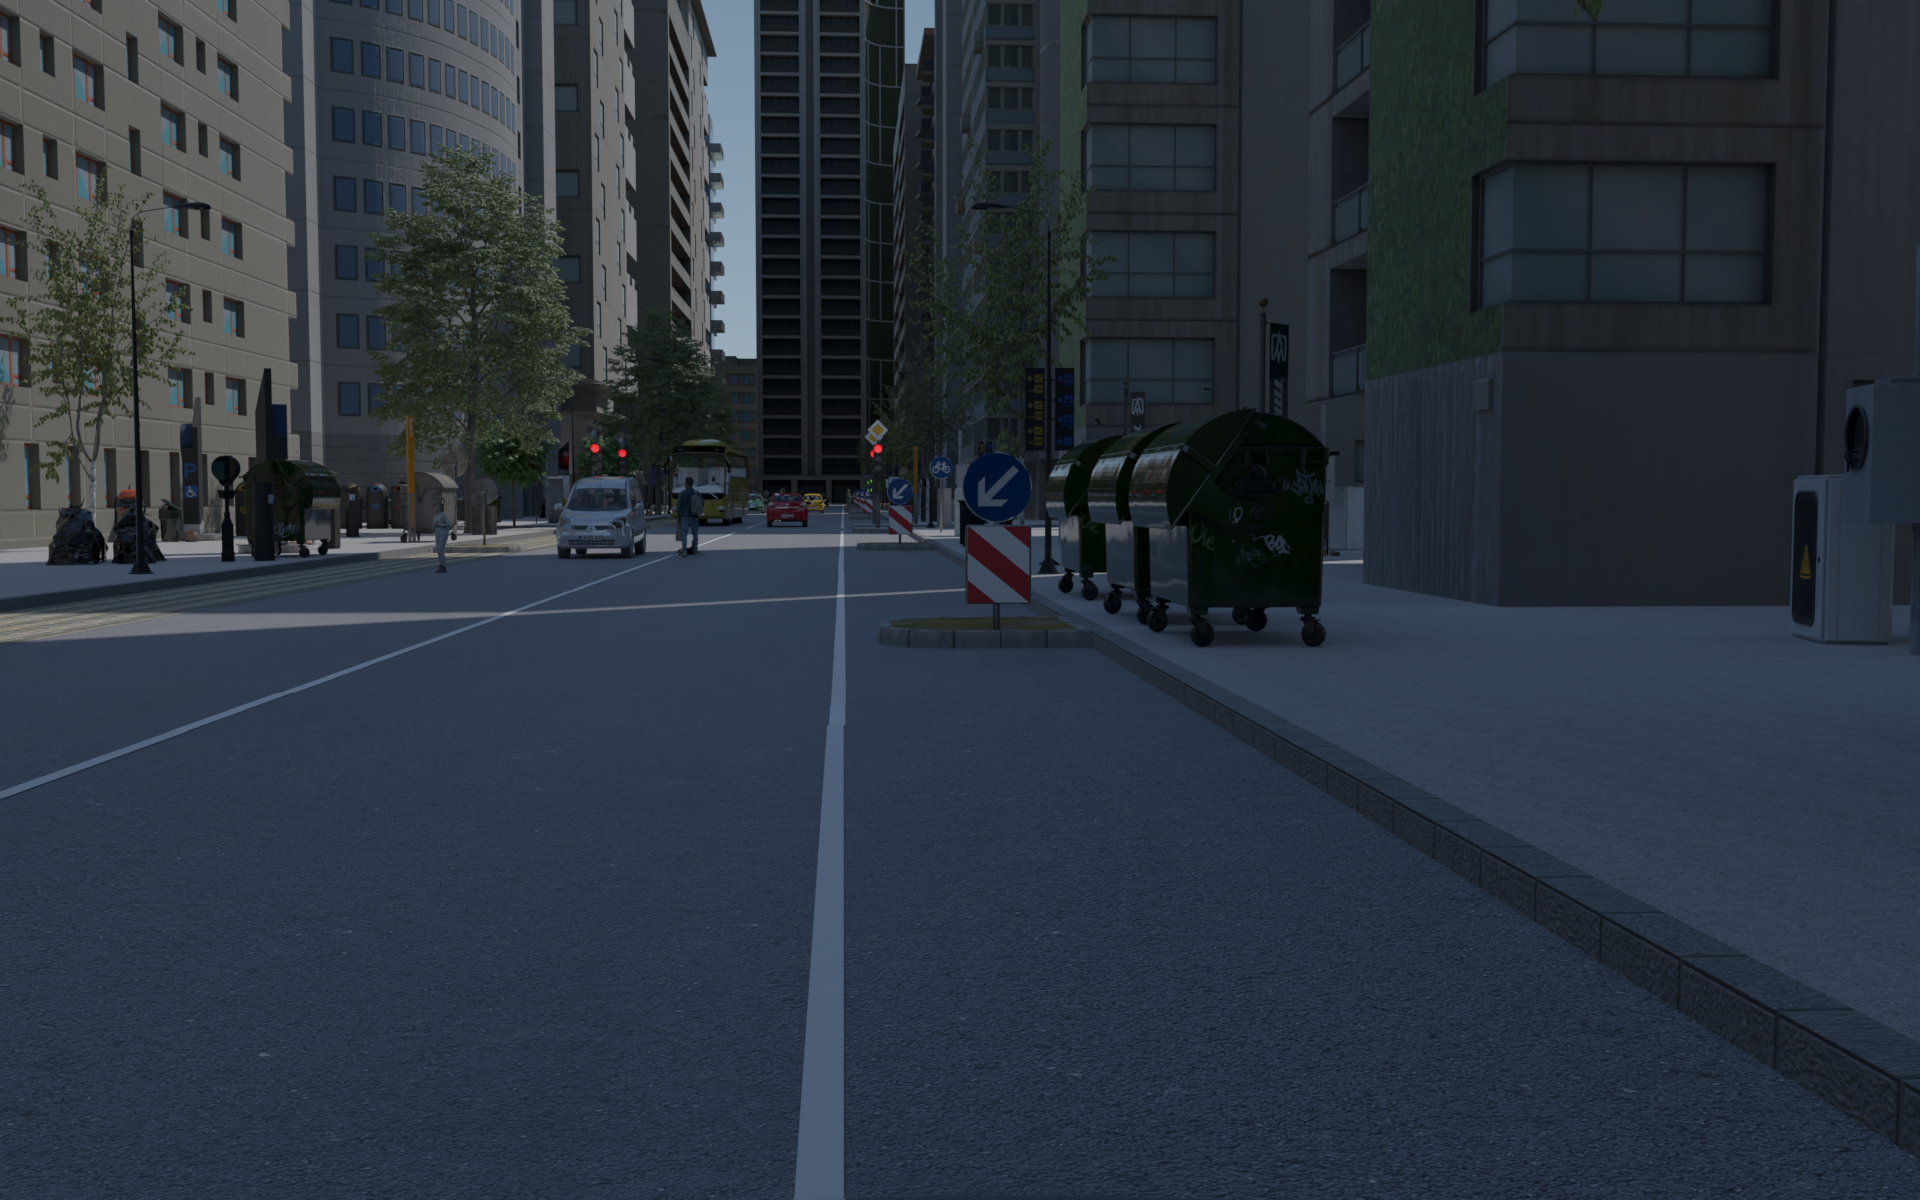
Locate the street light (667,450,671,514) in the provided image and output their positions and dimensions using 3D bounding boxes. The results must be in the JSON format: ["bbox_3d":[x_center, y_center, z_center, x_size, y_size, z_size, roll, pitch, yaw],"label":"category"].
[{"bbox_3d":[-18.115,-8.462,110.894,1.470,5.913,1.316,0,4,-4],"label":"street light"}]

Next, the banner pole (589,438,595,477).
[{"bbox_3d":[-16.437,-5.350,77.484,0.401,3.779,0.863,-2,4,-25],"label":"banner pole"}]

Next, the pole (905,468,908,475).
[{"bbox_3d":[-4.193,-8.731,136.590,0.158,3.312,0.155,0,3,0],"label":"pole"}]

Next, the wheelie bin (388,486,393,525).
[{"bbox_3d":[-23.238,-3.895,71.598,0.980,1.594,0.693,1,4,10],"label":"wheelie bin"}]

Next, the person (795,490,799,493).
[{"bbox_3d":[-13.019,-7.844,137.346,0.643,1.750,0.593,1,4,20],"label":"person"}]

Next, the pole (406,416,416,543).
[{"bbox_3d":[-14.424,-3.159,45.490,0.158,3.312,0.155,0,3,0],"label":"pole"}]

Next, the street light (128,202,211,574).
[{"bbox_3d":[-12.610,-3.371,27.658,1.470,5.913,1.316,0,4,-4],"label":"street light"}]

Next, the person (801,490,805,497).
[{"bbox_3d":[-15.469,-9.862,169.762,1.348,1.822,0.705,1,4,23],"label":"person"}]

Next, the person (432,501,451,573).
[{"bbox_3d":[-9.492,-1.153,31.624,0.425,1.301,0.394,1,4,17],"label":"person"}]

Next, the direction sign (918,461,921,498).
[{"bbox_3d":[-2.878,-7.766,118.969,0.379,3.537,0.876,-2,4,-31],"label":"direction sign"}]

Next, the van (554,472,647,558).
[{"bbox_3d":[-8.250,-2.018,40.005,2.013,2.044,4.112,0,4,-4],"label":"van"}]

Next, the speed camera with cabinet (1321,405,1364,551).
[{"bbox_3d":[8.512,-2.751,39.317,2.038,3.252,0.660,-3,5,-40],"label":"speed camera with cabinet"}]

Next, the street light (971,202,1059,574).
[{"bbox_3d":[0.880,-3.375,27.717,1.470,5.913,1.316,0,4,-4],"label":"street light"}]

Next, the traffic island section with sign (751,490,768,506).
[{"bbox_3d":[-20.641,-10.133,174.303,1.989,1.847,2.006,0,4,-4],"label":"traffic island section with sign"}]

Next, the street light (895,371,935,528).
[{"bbox_3d":[-1.650,-5.683,65.453,1.470,5.913,1.316,0,4,-4],"label":"street light"}]

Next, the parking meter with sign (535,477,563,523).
[{"bbox_3d":[-17.797,-4.885,76.136,1.738,3.016,0.543,-1,4,-20],"label":"parking meter with sign"}]

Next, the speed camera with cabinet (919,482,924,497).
[{"bbox_3d":[-3.092,-7.743,120.926,0.660,3.252,2.038,1,4,17],"label":"speed camera with cabinet"}]

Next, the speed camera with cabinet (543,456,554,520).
[{"bbox_3d":[-20.027,-5.598,85.863,0.660,3.252,2.038,-2,4,-35],"label":"speed camera with cabinet"}]

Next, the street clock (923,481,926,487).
[{"bbox_3d":[-1.755,-5.505,94.579,0.471,2.002,0.358,0,4,-5],"label":"street clock"}]

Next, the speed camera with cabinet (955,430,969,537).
[{"bbox_3d":[0.166,-3.591,53.055,0.660,3.252,2.038,0,4,2],"label":"speed camera with cabinet"}]

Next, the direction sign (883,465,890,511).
[{"bbox_3d":[-5.691,-8.725,134.646,0.379,3.537,0.876,-3,5,-39],"label":"direction sign"}]

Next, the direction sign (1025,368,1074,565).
[{"bbox_3d":[1.613,-2.395,31.151,0.876,3.537,0.379,0,4,-1],"label":"direction sign"}]

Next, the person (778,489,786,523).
[{"bbox_3d":[-8.587,-4.582,84.422,0.512,1.701,0.522,-3,5,-41],"label":"person"}]

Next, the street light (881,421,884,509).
[{"bbox_3d":[-4.609,-8.410,110.038,1.470,5.913,1.316,0,4,-4],"label":"street light"}]

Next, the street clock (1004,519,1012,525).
[{"bbox_3d":[1.081,-2.089,38.720,0.358,2.002,0.471,0,4,3],"label":"street clock"}]

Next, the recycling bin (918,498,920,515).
[{"bbox_3d":[-2.891,-5.810,107.550,0.722,1.027,0.722,-3,4,-38],"label":"recycling bin"}]

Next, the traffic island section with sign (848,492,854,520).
[{"bbox_3d":[-5.255,-5.466,97.996,1.989,1.847,2.006,0,4,-4],"label":"traffic island section with sign"}]

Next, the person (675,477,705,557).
[{"bbox_3d":[-6.192,-1.889,39.365,0.794,1.824,0.713,0,4,6],"label":"person"}]

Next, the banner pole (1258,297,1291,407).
[{"bbox_3d":[4.010,-1.975,22.303,0.401,3.779,0.863,3,5,42],"label":"banner pole"}]

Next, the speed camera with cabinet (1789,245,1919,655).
[{"bbox_3d":[7.606,-1.238,14.576,0.660,3.252,2.038,1,4,10],"label":"speed camera with cabinet"}]

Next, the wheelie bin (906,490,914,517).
[{"bbox_3d":[-2.726,-5.466,97.269,0.693,1.594,0.980,0,4,7],"label":"wheelie bin"}]

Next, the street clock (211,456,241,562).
[{"bbox_3d":[-13.887,-1.727,32.808,0.471,2.002,0.358,0,4,-2],"label":"street clock"}]

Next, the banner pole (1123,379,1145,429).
[{"bbox_3d":[3.735,-2.908,37.561,0.401,3.779,0.863,-3,4,-37],"label":"banner pole"}]

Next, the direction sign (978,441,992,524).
[{"bbox_3d":[1.091,-5.051,74.588,0.379,3.537,0.876,-3,5,-40],"label":"direction sign"}]

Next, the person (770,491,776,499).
[{"bbox_3d":[-18.185,-9.782,169.220,0.721,1.735,1.217,2,4,27],"label":"person"}]

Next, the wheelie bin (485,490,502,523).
[{"bbox_3d":[-20.886,-4.246,77.335,0.980,1.594,0.693,3,5,44],"label":"wheelie bin"}]

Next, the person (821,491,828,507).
[{"bbox_3d":[-15.006,-11.095,189.910,1.348,1.823,0.705,3,5,40],"label":"person"}]

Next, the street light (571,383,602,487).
[{"bbox_3d":[-15.671,-6.118,72.577,1.470,5.913,1.316,0,4,-4],"label":"street light"}]

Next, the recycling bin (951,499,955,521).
[{"bbox_3d":[-0.056,-4.311,83.037,0.722,1.027,0.722,1,4,18],"label":"recycling bin"}]

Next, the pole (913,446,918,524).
[{"bbox_3d":[-1.902,-4.919,74.276,0.158,3.312,0.155,0,3,0],"label":"pole"}]

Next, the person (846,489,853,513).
[{"bbox_3d":[-8.294,-7.436,130.247,0.590,1.801,0.661,-1,4,-11],"label":"person"}]
